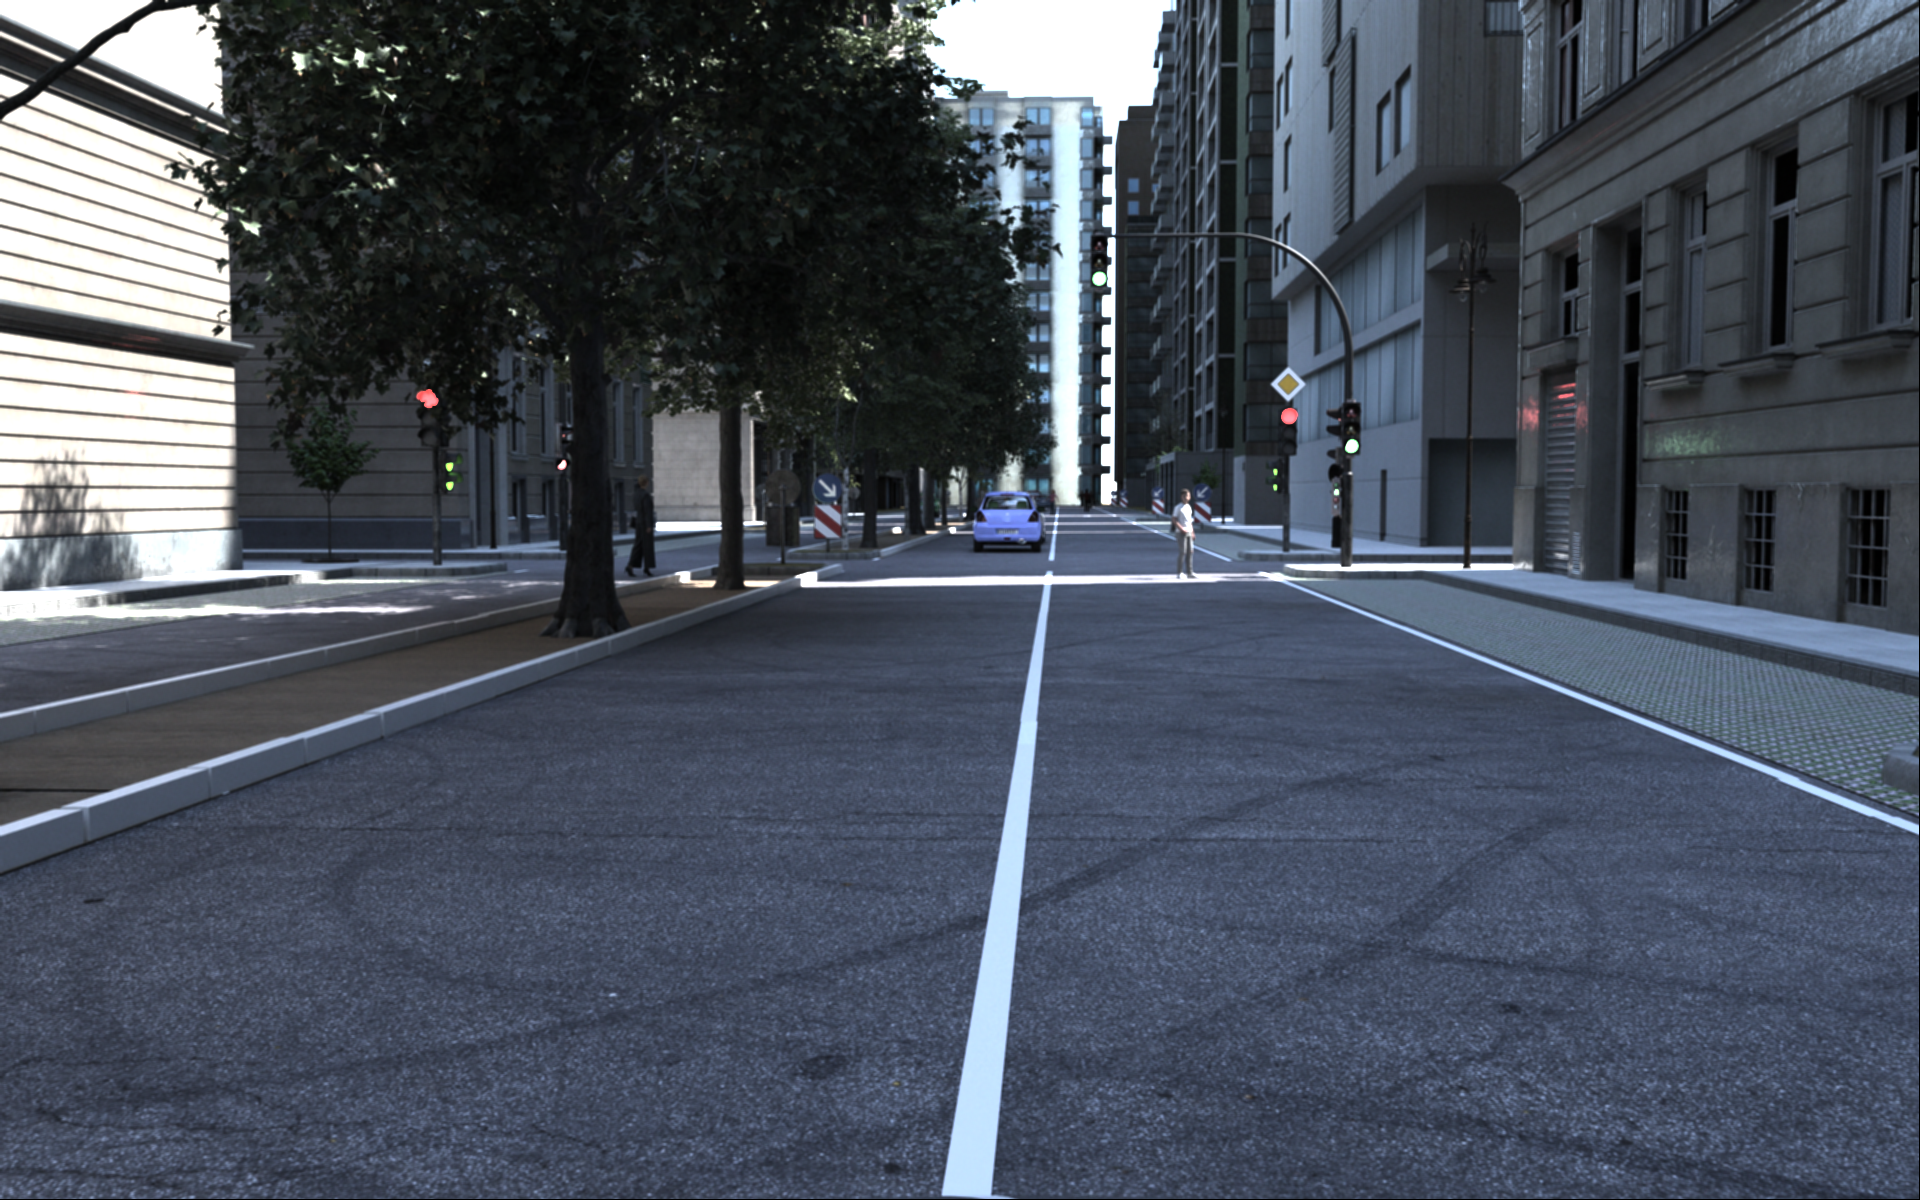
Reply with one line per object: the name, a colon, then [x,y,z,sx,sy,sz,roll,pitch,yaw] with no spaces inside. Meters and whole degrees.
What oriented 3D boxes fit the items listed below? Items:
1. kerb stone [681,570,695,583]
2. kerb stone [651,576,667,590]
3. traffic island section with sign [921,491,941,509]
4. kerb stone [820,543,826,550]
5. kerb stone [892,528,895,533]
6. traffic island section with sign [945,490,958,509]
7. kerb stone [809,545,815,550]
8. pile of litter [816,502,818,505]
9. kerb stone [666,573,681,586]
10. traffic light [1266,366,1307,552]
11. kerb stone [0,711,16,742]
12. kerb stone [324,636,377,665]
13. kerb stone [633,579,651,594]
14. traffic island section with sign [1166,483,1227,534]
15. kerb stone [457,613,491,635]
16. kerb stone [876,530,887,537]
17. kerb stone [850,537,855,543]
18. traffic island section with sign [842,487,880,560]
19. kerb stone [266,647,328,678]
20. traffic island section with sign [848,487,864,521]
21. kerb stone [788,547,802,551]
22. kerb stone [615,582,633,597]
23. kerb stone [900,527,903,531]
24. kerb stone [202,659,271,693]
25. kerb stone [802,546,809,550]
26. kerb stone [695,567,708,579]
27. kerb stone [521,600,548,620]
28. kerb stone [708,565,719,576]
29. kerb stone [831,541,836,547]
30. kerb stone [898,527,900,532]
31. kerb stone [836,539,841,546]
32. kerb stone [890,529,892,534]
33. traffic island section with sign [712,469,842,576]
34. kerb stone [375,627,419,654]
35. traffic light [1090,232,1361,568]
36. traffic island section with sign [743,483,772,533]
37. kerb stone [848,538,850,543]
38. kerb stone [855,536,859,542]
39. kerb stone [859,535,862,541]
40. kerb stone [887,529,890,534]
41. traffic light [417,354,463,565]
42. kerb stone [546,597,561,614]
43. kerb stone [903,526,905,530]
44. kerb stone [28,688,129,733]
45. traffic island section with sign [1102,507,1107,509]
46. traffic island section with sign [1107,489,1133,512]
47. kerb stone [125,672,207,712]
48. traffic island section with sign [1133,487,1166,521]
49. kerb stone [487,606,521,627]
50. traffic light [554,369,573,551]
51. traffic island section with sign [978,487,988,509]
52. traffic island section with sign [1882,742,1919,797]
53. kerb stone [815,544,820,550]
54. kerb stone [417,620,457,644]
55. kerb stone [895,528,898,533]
kerb stone: [-4.517,-0.365,28.157,0.120,0.150,1.000,0,4,3]
kerb stone: [-4.637,-0.240,26.116,0.120,0.150,1.000,0,4,3]
traffic island section with sign: [-2.795,-8.084,140.797,1.989,1.847,2.006,0,4,3]
kerb stone: [-3.602,-1.338,44.073,0.120,0.150,1.000,0,4,3]
kerb stone: [-2.545,-2.464,62.487,0.120,0.150,1.000,0,4,3]
traffic island section with sign: [-1.192,-9.789,168.679,1.989,1.847,2.006,0,4,3]
kerb stone: [-3.719,-1.213,42.023,0.120,0.150,1.000,0,4,3]
pile of litter: [-9.265,-5.863,109.817,1.719,0.858,1.176,1,4,14]
kerb stone: [-4.577,-0.302,27.136,0.120,0.150,1.000,0,4,3]
traffic light: [7.191,-3.013,38.177,0.839,4.253,0.868,0,4,3]
kerb stone: [-5.573,0.760,9.762,0.120,0.150,1.000,0,4,3]
kerb stone: [-5.283,0.450,14.869,0.120,0.150,1.000,0,4,3]
kerb stone: [-4.692,-0.177,25.092,0.120,0.150,1.000,0,4,3]
traffic island section with sign: [8.691,-3.346,63.342,1.989,1.847,2.006,0,4,3]
kerb stone: [-5.105,0.273,17.942,0.120,0.150,1.000,0,4,3]
kerb stone: [-2.713,-2.277,59.421,0.120,0.150,1.000,0,4,3]
kerb stone: [-3.250,-1.713,50.209,0.120,0.150,1.000,0,4,3]
traffic island section with sign: [-2.852,-1.859,38.528,2.006,1.907,1.989,0,4,3]
kerb stone: [-5.348,0.514,13.849,0.120,0.150,1.000,0,4,3]
traffic island section with sign: [-5.616,-5.100,92.017,1.989,1.847,2.006,0,4,3]
kerb stone: [-3.838,-1.087,39.974,0.120,0.150,1.000,0,4,3]
kerb stone: [-4.762,-0.115,24.072,0.120,0.150,1.000,0,4,3]
kerb stone: [-2.363,-2.652,65.555,0.120,0.150,1.000,0,4,3]
kerb stone: [-5.412,0.575,12.829,0.120,0.150,1.000,0,4,3]
kerb stone: [-3.778,-1.147,40.998,0.120,0.150,1.000,0,4,3]
kerb stone: [-4.457,-0.427,29.183,0.120,0.150,1.000,0,4,3]
kerb stone: [-4.991,0.137,19.982,0.120,0.150,1.000,0,4,3]
kerb stone: [-4.399,-0.490,30.203,0.120,0.150,1.000,0,4,3]
kerb stone: [-3.485,-1.464,46.126,0.120,0.150,1.000,0,4,3]
kerb stone: [-2.420,-2.590,64.534,0.120,0.150,1.000,0,4,3]
kerb stone: [-3.430,-1.524,47.147,0.120,0.150,1.000,0,4,3]
kerb stone: [-2.600,-2.399,61.463,0.120,0.150,1.000,0,4,3]
traffic island section with sign: [-3.288,-1.407,31.133,2.006,1.907,1.989,0,4,3]
kerb stone: [-5.230,0.387,15.889,0.120,0.150,1.000,0,4,3]
traffic light: [4.638,-3.395,30.184,4.771,5.953,1.251,0,4,3]
traffic island section with sign: [-7.231,-3.372,63.768,1.989,1.847,2.006,0,4,3]
kerb stone: [-3.310,-1.650,49.188,0.120,0.150,1.000,0,4,3]
kerb stone: [-3.186,-1.775,51.237,0.120,0.150,1.000,0,4,3]
kerb stone: [-3.126,-1.839,52.258,0.120,0.150,1.000,0,4,3]
kerb stone: [-2.655,-2.336,60.442,0.120,0.150,1.000,0,4,3]
traffic light: [-9.404,-2.581,31.116,0.839,4.253,0.868,0,4,3]
kerb stone: [-4.931,0.072,21.011,0.120,0.150,1.000,0,4,3]
kerb stone: [-2.308,-2.711,66.582,0.120,0.150,1.000,0,4,3]
kerb stone: [-5.517,0.698,10.787,0.120,0.150,1.000,0,4,3]
traffic island section with sign: [14.664,-9.689,167.047,1.989,1.847,2.006,0,4,3]
traffic island section with sign: [13.100,-8.038,140.047,1.989,1.847,2.006,0,4,3]
kerb stone: [-5.460,0.635,11.808,0.120,0.150,1.000,0,4,3]
traffic island section with sign: [10.304,-5.066,91.463,1.989,1.847,2.006,0,4,3]
kerb stone: [-5.049,0.198,18.962,0.120,0.150,1.000,0,4,3]
traffic light: [-6.851,-3.935,39.003,4.771,5.953,1.251,0,4,3]
traffic island section with sign: [1.462,-6.447,113.543,2.006,1.907,1.989,0,4,3]
traffic island section with sign: [5.499,0.040,7.976,1.989,1.847,2.006,0,4,3]
kerb stone: [-3.660,-1.273,43.048,0.120,0.150,1.000,0,4,3]
kerb stone: [-5.169,0.323,16.916,0.120,0.150,1.000,0,4,3]
kerb stone: [-2.488,-2.521,63.510,0.120,0.150,1.000,0,4,3]
